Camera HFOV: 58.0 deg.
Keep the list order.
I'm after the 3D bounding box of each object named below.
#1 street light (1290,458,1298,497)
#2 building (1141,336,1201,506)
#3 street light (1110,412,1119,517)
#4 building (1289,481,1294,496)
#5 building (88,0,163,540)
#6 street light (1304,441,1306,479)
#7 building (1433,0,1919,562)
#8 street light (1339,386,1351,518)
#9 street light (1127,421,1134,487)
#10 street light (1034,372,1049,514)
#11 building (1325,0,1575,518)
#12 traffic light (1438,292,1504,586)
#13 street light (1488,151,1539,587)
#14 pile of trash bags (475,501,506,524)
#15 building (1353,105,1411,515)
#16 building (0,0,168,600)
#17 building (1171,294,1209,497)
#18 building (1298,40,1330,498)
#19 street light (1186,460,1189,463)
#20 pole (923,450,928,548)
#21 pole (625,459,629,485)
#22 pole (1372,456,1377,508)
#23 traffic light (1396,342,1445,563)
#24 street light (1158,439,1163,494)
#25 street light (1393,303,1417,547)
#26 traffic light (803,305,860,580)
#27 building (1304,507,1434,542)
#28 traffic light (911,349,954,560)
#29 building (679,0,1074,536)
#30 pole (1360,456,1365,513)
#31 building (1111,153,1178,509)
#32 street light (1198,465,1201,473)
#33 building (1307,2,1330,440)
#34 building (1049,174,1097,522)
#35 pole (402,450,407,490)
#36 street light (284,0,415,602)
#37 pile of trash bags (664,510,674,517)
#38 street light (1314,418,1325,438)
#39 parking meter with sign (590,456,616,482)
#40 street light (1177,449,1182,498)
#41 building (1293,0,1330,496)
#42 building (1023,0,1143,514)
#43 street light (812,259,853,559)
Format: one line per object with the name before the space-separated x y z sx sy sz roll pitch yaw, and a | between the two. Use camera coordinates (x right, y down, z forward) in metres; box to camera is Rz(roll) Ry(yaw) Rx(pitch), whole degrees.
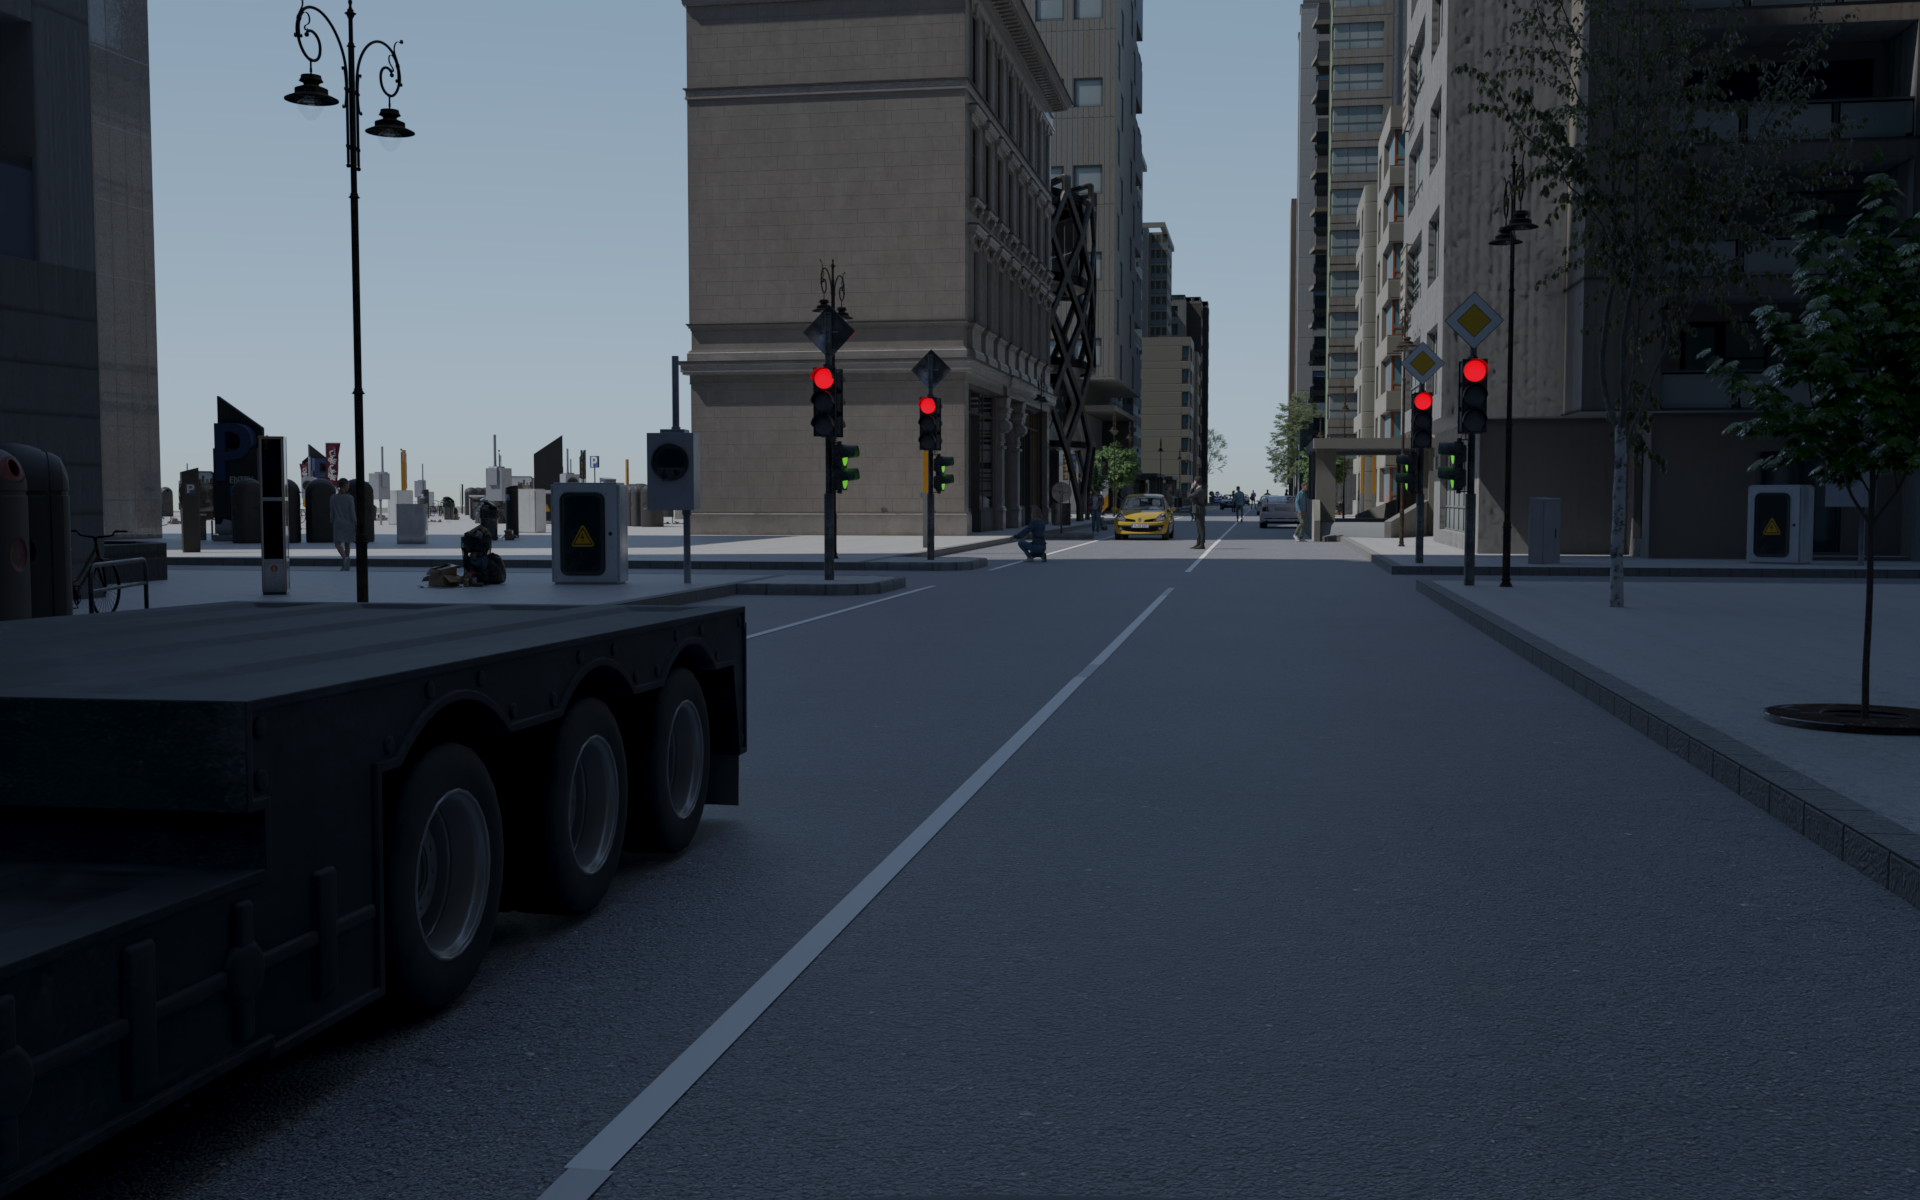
street light | 38.485 -13.849 199.210 0.468 5.910 1.993 1 4 10
building | 14.208 -22.141 207.037 27.650 21.520 28.899 1 4 10
street light | 8.726 -7.656 97.971 0.468 5.910 1.993 1 4 10
building | 60.969 -33.097 233.011 32.217 40.220 23.993 1 4 10
building | -34.049 -13.914 45.508 19.932 24.808 12.078 1 4 10
street light | 29.665 -10.790 149.200 0.468 5.910 1.993 1 4 10
building | 17.532 -21.673 37.941 14.086 41.232 14.154 1 4 10
street light | 16.400 -6.185 73.914 0.468 5.910 1.993 1 4 10
street light | 10.820 -8.401 110.147 0.468 5.910 1.993 1 4 10
street light | 3.094 -5.702 66.008 0.468 5.910 1.993 1 4 10
building | 31.051 -26.251 112.791 14.154 41.232 14.086 1 4 10
traffic light | 7.135 -2.159 24.223 0.839 4.253 0.868 1 4 10
street light | 7.554 -3.119 23.781 0.468 5.910 1.993 1 4 10
pile of trash bags | -19.441 -4.056 76.072 3.447 1.369 1.912 -3 5 -43
building | 35.251 -14.935 89.230 27.650 21.520 28.899 1 4 10
building | -25.176 -29.097 17.731 28.212 58.520 21.231 1 4 10
building | 28.685 -29.295 250.665 14.160 30.474 14.107 1 4 10
building | 43.613 -51.912 161.425 22.319 86.520 31.000 1 4 10
street light | 25.130 -13.380 191.557 0.468 5.910 1.993 1 4 10
pole | -0.788 -2.903 41.308 0.158 3.312 0.155 0 3 0
pole | -19.459 -6.573 101.315 0.158 3.312 0.155 0 3 0
pole | 18.725 -5.165 78.290 0.158 3.312 0.155 0 3 0
traffic light | 8.521 -2.640 32.088 0.839 4.253 0.868 1 4 10
street light | 16.439 -10.343 141.896 0.468 5.910 1.993 1 4 10
street light | 10.793 -4.243 42.163 0.468 5.910 1.993 1 4 10
traffic light | -1.939 -2.256 25.800 0.839 4.253 0.868 1 4 10
building | 27.747 -22.213 55.067 32.217 40.220 23.993 1 4 10
traffic light | -0.554 -2.737 33.665 0.839 4.253 0.868 1 4 10
building | -3.917 -12.438 54.275 10.553 20.767 40.483 1 4 10
pole | 21.489 -6.033 92.482 0.158 3.312 0.155 0 3 0
building | 5.480 -29.448 173.358 32.217 40.220 23.993 1 4 10
street light | 30.929 -15.370 224.094 0.468 5.910 1.993 1 4 10
building | 38.309 -29.269 133.174 22.147 44.769 28.867 1 4 10
building | -2.024 -13.186 83.037 16.820 18.784 16.811 1 4 10
pole | -25.645 -5.267 79.951 0.158 3.312 0.155 0 3 0
street light | -5.692 -2.664 16.344 0.468 5.910 1.993 1 4 10
pile of trash bags | -14.865 -5.308 96.533 3.447 1.369 1.912 2 4 27
street light | 21.964 -8.128 105.672 0.468 5.910 1.993 1 4 10
parking meter with sign | -16.148 -5.097 79.591 0.543 3.016 1.738 3 4 36
street light | 22.021 -12.285 173.651 0.468 5.910 1.993 1 4 10
building | 51.011 -40.719 207.746 21.231 58.520 28.212 1 4 10
building | -1.222 -32.668 123.355 28.713 52.752 27.495 1 4 10
street light | -2.502 -3.759 34.255 0.468 5.910 1.993 1 4 10
